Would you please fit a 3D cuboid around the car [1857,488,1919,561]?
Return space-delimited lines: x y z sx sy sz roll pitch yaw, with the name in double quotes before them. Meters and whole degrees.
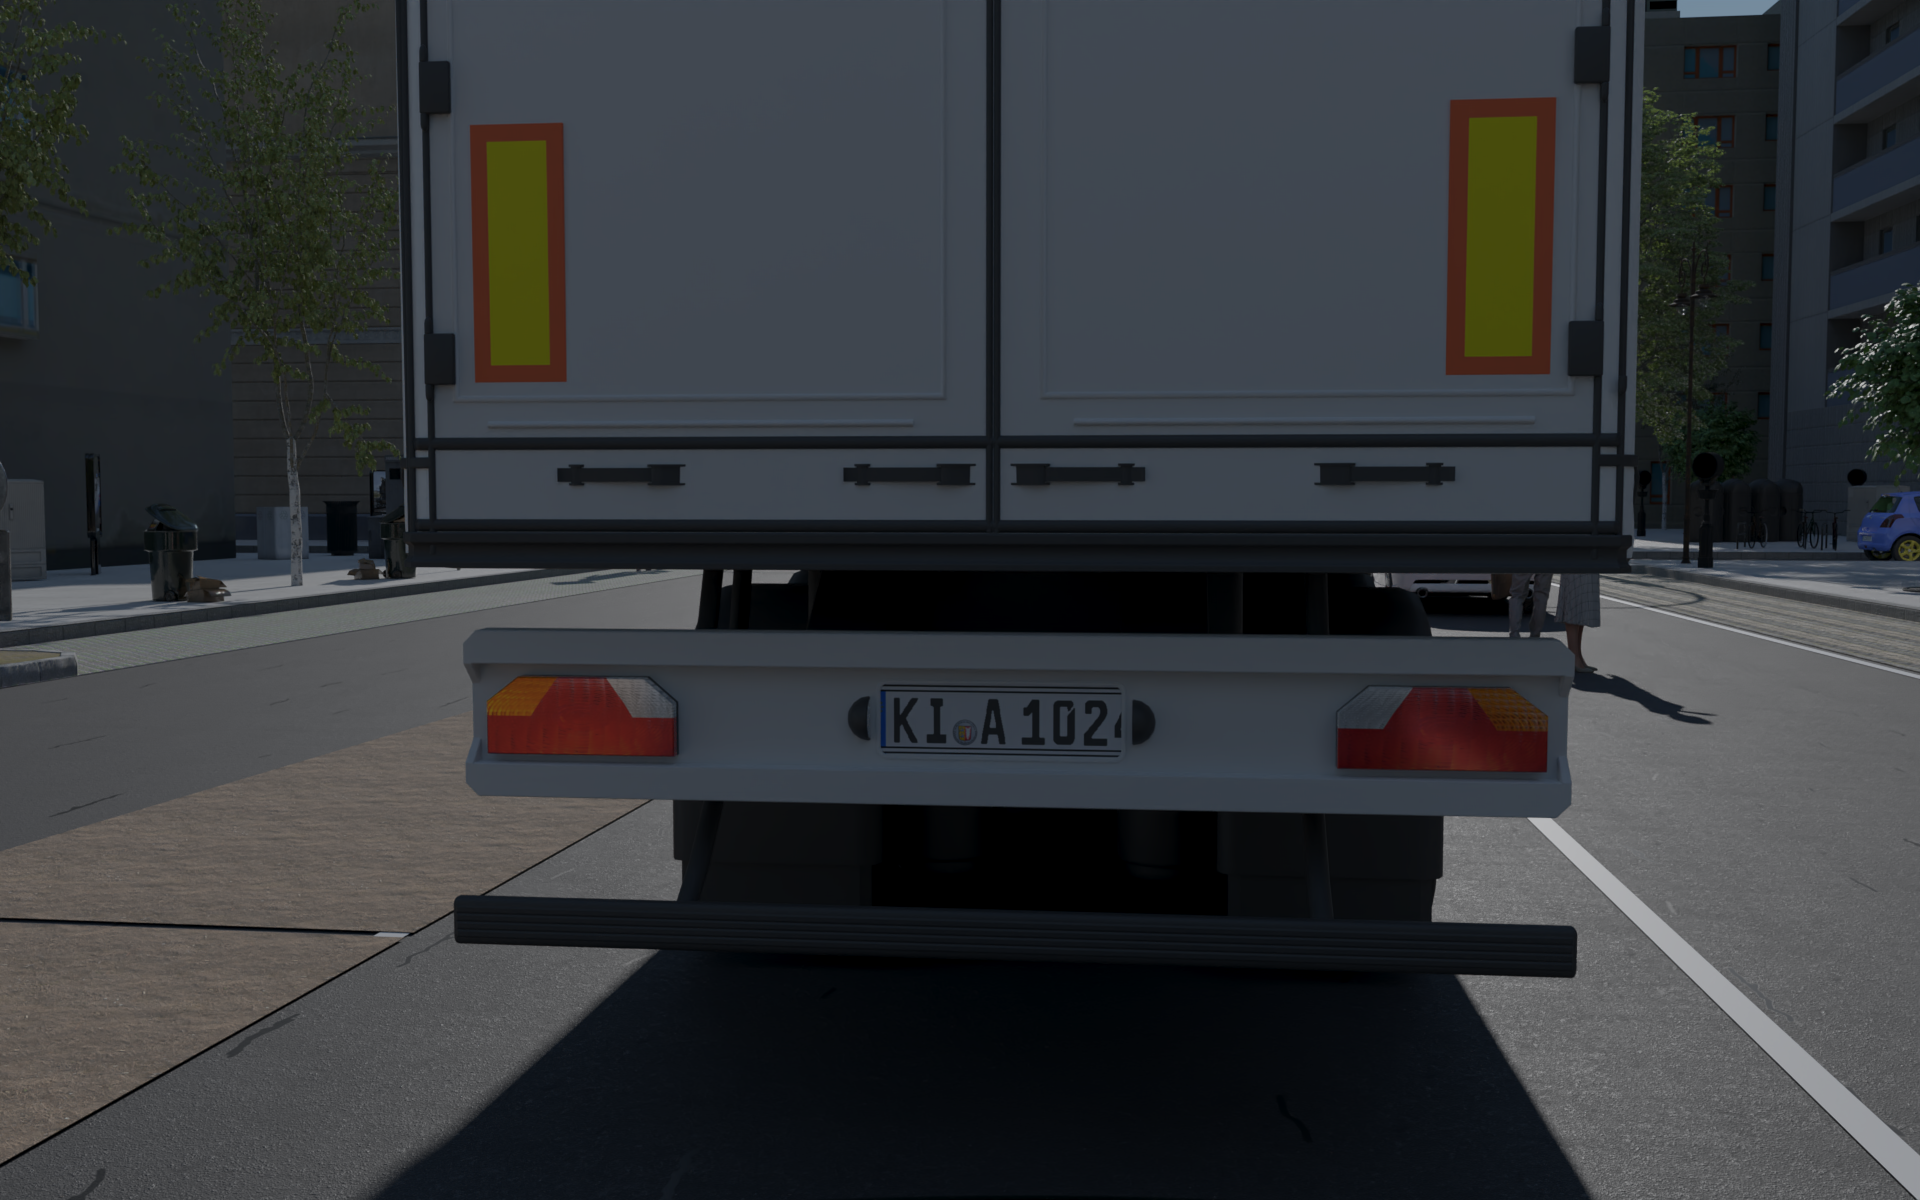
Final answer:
"car" 20.531 -1.587 35.534 3.694 1.707 1.945 0 4 7

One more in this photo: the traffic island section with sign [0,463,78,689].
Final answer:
"traffic island section with sign" -7.984 -0.282 13.247 1.989 1.847 2.006 0 4 8

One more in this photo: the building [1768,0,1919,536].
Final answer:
"building" 40.543 -30.915 47.452 28.212 58.520 21.231 0 4 8

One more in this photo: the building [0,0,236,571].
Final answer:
"building" -26.314 -24.485 24.035 21.600 48.544 21.300 0 4 8

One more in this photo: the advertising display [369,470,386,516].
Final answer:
"advertising display" -15.387 -2.515 46.340 0.123 1.923 0.974 2 4 25

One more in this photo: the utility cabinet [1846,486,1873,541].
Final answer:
"utility cabinet" 24.113 -2.281 45.970 0.318 1.500 1.173 -1 4 -16

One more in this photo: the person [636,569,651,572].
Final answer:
"person" -5.909 -1.410 31.982 0.576 1.772 0.534 -1 4 -11

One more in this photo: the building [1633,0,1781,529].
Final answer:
"building" 36.518 -14.144 76.302 27.650 21.520 28.899 0 4 8

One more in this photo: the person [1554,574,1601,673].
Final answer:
"person" 5.079 -0.298 13.937 0.524 1.755 0.480 2 4 31

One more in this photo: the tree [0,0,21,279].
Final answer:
"tree" -10.988 -4.169 18.518 4.737 8.622 4.395 0 3 0

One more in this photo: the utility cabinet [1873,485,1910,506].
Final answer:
"utility cabinet" 23.530 -2.142 43.694 0.318 1.500 1.173 0 4 4

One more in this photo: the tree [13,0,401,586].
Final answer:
"tree" -9.265 -4.488 23.749 4.737 8.622 4.395 0 3 0

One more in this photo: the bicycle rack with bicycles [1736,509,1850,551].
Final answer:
"bicycle rack with bicycles" 19.486 -1.670 40.685 2.852 0.926 2.925 2 4 31

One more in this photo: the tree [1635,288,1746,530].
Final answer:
"tree" 24.985 -6.763 60.931 4.360 8.622 3.978 0 3 0

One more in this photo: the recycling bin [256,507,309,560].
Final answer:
"recycling bin" -13.342 -1.319 34.123 0.722 1.027 0.722 3 4 38

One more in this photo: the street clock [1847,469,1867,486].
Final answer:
"street clock" 25.698 -2.757 49.655 0.471 2.002 0.358 3 5 44

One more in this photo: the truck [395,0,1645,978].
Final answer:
"truck" 0.707 -1.219 8.848 2.839 4.237 11.283 0 4 7

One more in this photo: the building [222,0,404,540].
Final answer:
"building" -14.901 -16.558 56.627 13.634 28.700 20.117 0 4 8

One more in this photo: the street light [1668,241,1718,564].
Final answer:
"street light" 13.413 -3.611 31.826 0.468 5.910 1.993 0 4 8

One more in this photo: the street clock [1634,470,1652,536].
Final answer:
"street clock" 20.637 -2.926 52.404 0.471 2.002 0.358 -1 4 -16

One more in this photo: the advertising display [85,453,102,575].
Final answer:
"advertising display" -13.829 -1.373 27.668 0.123 1.923 0.974 -1 4 -21

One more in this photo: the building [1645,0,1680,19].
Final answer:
"building" 34.725 -20.446 105.991 14.160 30.474 14.107 0 4 8

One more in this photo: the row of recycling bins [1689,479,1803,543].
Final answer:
"row of recycling bins" 21.125 -2.408 46.480 3.534 1.692 1.069 -1 4 -19

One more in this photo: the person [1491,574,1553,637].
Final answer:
"person" 5.073 -0.411 15.347 0.709 1.813 0.853 1 4 20

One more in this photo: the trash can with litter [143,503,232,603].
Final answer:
"trash can with litter" -9.221 -0.572 20.743 1.055 1.170 0.624 1 4 19

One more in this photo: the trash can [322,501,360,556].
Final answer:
"trash can" -12.877 -1.494 36.087 0.748 1.137 0.748 0 3 0

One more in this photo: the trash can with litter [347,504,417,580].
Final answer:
"trash can with litter" -8.656 -0.902 26.142 1.055 1.170 0.624 -3 5 -40

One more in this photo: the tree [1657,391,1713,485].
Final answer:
"tree" 23.940 -4.375 55.244 4.285 4.588 4.351 0 3 0

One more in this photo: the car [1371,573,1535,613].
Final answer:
"car" 6.339 -0.609 22.322 2.083 1.381 4.827 1 4 9

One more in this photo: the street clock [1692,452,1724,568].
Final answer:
"street clock" 12.946 -1.557 30.020 0.358 2.002 0.471 -3 4 -38

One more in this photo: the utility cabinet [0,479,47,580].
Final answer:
"utility cabinet" -14.008 -1.015 25.278 0.318 1.500 1.173 2 4 34

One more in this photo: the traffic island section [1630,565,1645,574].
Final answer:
"traffic island section" 11.464 -0.629 32.572 2.009 0.180 2.903 0 4 8

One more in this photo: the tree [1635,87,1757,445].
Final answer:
"tree" 16.962 -7.793 45.535 7.486 12.596 7.792 0 3 0

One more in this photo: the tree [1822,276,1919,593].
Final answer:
"tree" 13.141 -2.381 22.648 4.285 4.588 4.351 0 3 0

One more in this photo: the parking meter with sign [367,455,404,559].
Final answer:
"parking meter with sign" -10.867 -2.306 33.958 1.738 3.016 0.543 2 4 25
